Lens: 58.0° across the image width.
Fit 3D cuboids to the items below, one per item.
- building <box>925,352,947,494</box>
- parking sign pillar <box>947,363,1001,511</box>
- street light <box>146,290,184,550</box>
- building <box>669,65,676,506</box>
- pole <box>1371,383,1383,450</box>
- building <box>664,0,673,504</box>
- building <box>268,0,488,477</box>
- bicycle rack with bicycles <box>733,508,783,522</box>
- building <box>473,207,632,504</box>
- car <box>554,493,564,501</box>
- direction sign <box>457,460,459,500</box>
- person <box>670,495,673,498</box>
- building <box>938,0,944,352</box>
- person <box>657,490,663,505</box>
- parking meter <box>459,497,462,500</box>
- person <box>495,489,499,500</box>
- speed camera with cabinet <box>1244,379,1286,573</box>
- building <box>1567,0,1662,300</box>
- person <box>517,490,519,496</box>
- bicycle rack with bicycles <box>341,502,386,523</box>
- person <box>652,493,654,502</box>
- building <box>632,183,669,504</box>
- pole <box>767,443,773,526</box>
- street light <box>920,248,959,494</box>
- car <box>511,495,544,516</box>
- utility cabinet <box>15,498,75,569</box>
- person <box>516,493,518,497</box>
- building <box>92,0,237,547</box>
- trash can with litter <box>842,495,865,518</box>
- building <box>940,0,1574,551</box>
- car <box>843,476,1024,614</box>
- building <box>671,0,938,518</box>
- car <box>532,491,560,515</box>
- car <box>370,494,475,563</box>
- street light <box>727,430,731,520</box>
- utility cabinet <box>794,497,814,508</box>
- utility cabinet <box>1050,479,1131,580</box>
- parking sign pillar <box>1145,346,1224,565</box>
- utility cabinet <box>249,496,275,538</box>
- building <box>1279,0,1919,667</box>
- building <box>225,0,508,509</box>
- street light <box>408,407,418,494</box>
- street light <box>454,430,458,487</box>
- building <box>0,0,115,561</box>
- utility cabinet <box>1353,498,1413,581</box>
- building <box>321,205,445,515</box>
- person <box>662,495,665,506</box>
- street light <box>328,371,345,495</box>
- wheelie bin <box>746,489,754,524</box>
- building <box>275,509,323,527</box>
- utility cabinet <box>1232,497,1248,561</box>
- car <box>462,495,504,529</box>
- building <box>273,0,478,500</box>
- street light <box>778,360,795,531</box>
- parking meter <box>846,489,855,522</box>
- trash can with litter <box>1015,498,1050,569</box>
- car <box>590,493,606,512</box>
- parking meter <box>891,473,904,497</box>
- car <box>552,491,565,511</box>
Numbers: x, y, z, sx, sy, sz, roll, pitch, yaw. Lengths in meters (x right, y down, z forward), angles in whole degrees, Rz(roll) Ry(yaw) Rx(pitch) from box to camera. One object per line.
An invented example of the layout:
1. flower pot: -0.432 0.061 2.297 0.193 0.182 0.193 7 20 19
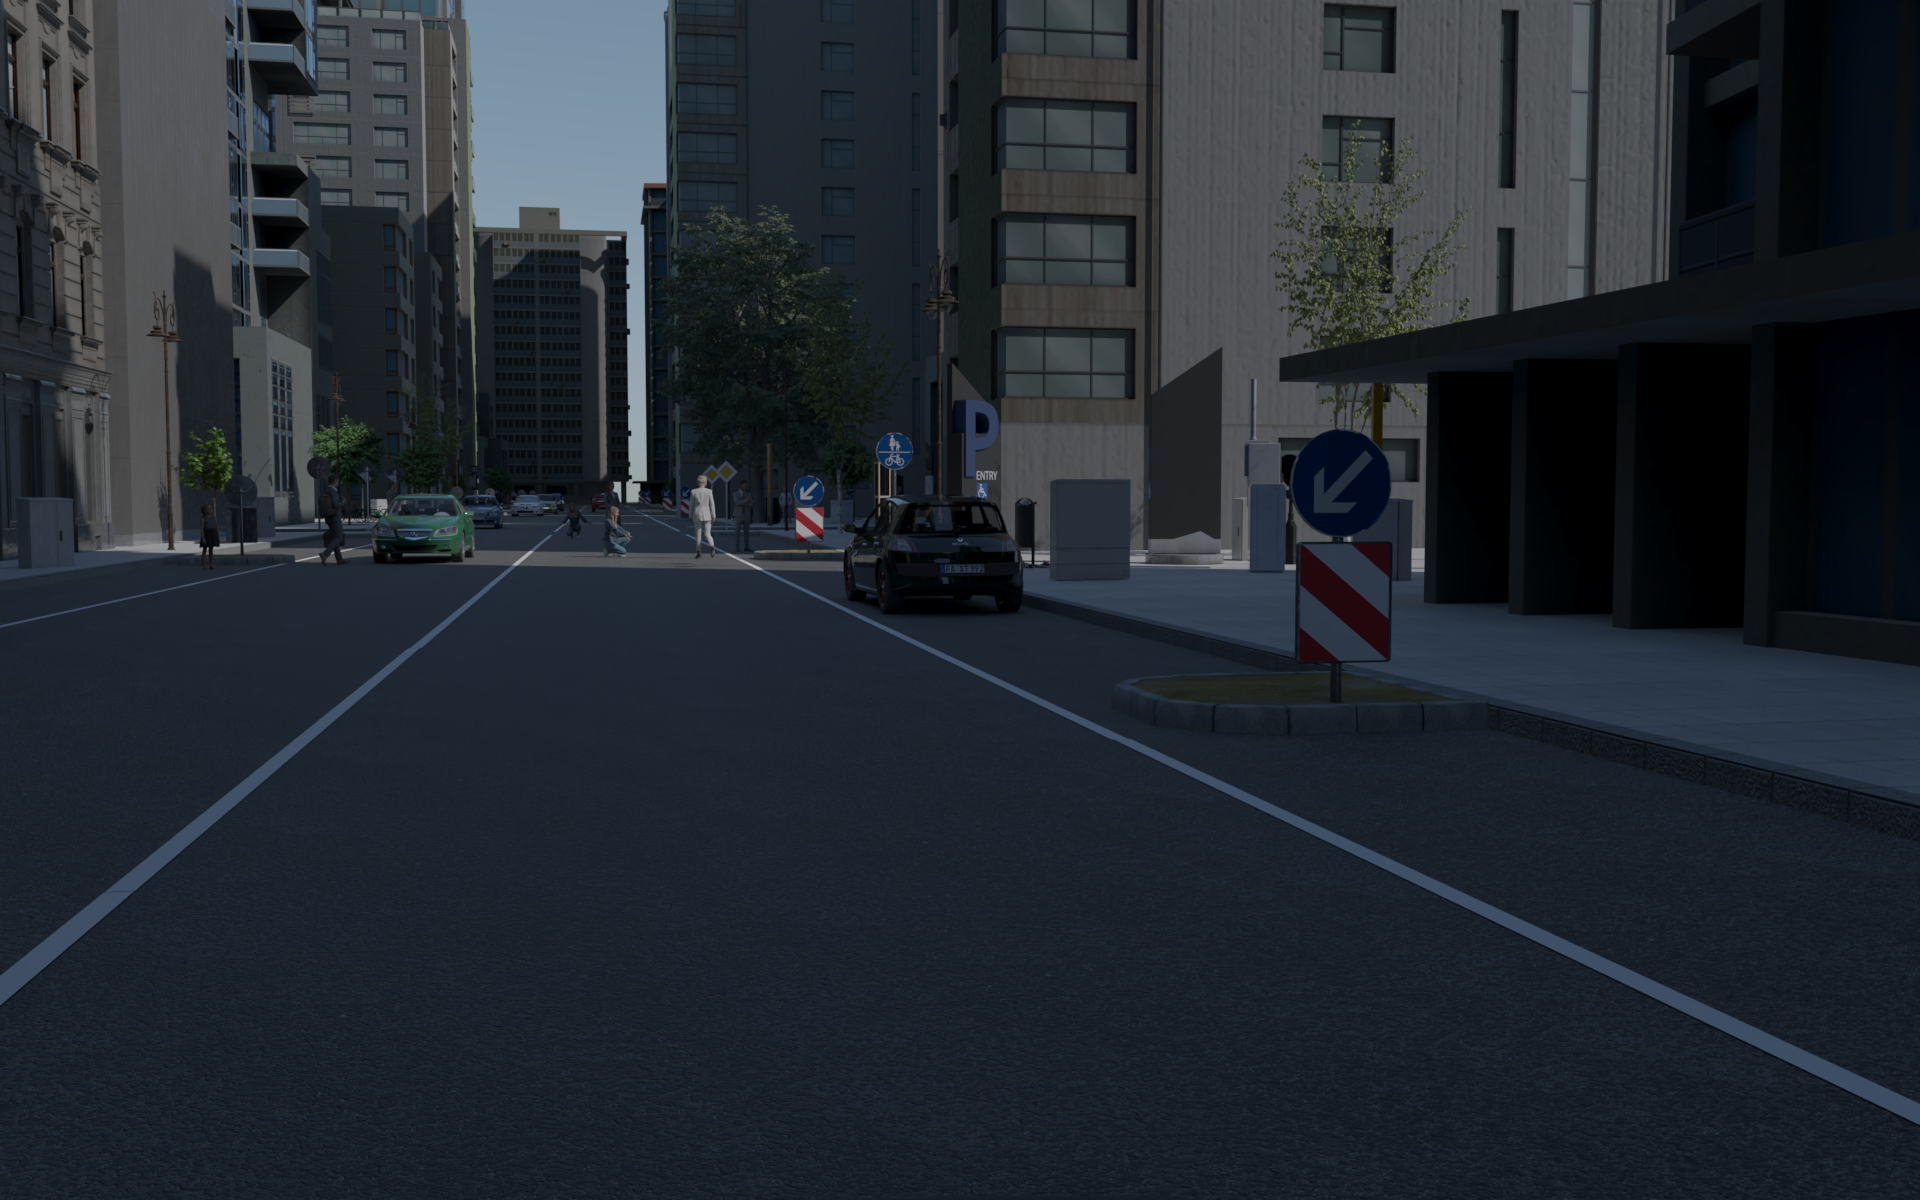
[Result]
1. building: 13.950 -47.020 81.455 31.000 86.520 22.319 -1 4 -12
2. parking sign pillar: 0.302 -2.918 36.185 1.447 3.967 1.447 3 5 40
3. street light: -18.055 -4.078 39.466 0.468 5.910 1.993 -1 4 -12
4. building: -18.436 -33.866 177.403 21.300 48.544 21.600 -1 4 -12
5. pole: 6.590 -2.053 27.417 0.158 3.312 0.155 0 3 0
6. building: -23.648 -40.408 202.676 21.231 58.520 28.212 -1 4 -12
7. building: -57.810 -33.286 163.836 23.786 49.044 30.456 -1 4 -12
8. bicycle rack with bicycles: -9.144 -4.119 80.732 2.852 0.926 2.925 2 4 25
9. building: -57.381 -33.361 237.327 23.993 40.220 32.217 -1 4 -12
10. car: -44.934 -11.186 192.480 1.945 1.707 3.694 -1 4 -11
11. direction sign: -33.082 -7.478 114.264 0.379 3.537 0.876 -1 4 -10
12. person: -29.002 -10.081 174.085 0.599 1.433 0.991 3 5 41
13. building: -13.597 -32.545 155.812 21.300 48.544 21.600 -1 4 -12
14. person: -34.695 -11.968 201.743 1.348 1.821 0.705 -1 4 -20
15. parking meter: -33.653 -6.608 116.444 0.372 1.533 0.369 0 3 0
16. person: -45.227 -9.899 168.687 0.742 1.727 0.445 2 4 23
17. speed camera with cabinet: 5.142 -2.128 29.132 0.660 3.252 2.038 0 4 7
18. building: 21.252 -22.854 57.264 14.086 41.232 14.154 -1 4 -12
19. person: -53.955 -12.570 211.522 1.348 1.831 0.705 3 5 41
20. bicycle rack with bicycles: -27.006 -3.925 77.556 2.925 0.926 2.852 -3 4 -36
21. person: -38.236 -12.642 215.999 0.557 1.426 1.065 -1 4 -15
22. building: -30.493 -35.662 237.690 28.867 44.769 22.147 -1 4 -12
23. pole: -7.640 -4.634 69.616 0.158 3.312 0.155 0 3 0
24. street light: -0.396 -3.670 32.793 0.468 5.910 1.993 -1 4 -12
25. car: -28.141 -6.140 112.753 2.083 1.381 4.827 -1 4 -10
26. utility cabinet: -15.946 -1.166 30.222 0.306 1.237 1.020 1 4 15
27. person: -53.444 -12.157 207.994 0.628 1.438 0.799 0 4 -1
28. building: -36.236 -13.847 45.466 30.058 24.678 14.314 -1 4 -12
29. trash can with litter: -5.737 -4.923 91.541 2.233 1.210 1.678 1 4 20
30. building: 6.404 -16.777 46.009 14.160 30.474 14.107 -1 4 -12
31. car: -0.417 -0.760 22.210 2.009 1.686 4.222 -1 4 -13
32. building: -9.246 -25.356 98.170 14.154 41.232 14.086 -1 4 -12
33. car: -28.696 -6.720 119.661 2.009 1.686 4.222 -1 4 -13
34. car: -11.602 -1.579 37.619 2.131 1.459 4.920 -1 4 -12
35. street light: -11.625 -6.989 87.060 0.468 5.910 1.993 -1 4 -12
36. utility cabinet: -4.771 -2.565 53.095 0.306 1.237 1.020 -2 4 -24
37. utility cabinet: 1.938 -1.050 25.843 1.173 1.500 0.318 -1 4 -18
38. parking sign pillar: 4.142 -2.656 31.901 1.447 3.967 1.447 0 4 0
39. utility cabinet: -20.692 -2.460 51.376 0.306 1.237 1.020 0 4 5
40. building: 17.451 -21.663 8.811 22.147 44.769 28.867 -1 4 -12
41. building: -68.338 -54.024 195.955 31.000 86.520 22.319 -1 4 -12
42. street light: -29.100 -7.305 92.229 0.468 5.910 1.993 -1 4 -12
43. street light: -34.677 -8.962 119.310 0.468 5.910 1.993 -1 4 -12
44. building: -22.681 -11.091 30.495 9.793 20.994 18.267 -1 4 -12
45. utility cabinet: 6.325 -0.904 25.945 0.306 1.237 1.020 -2 4 -28
46. building: -50.254 -16.572 115.990 27.650 21.520 28.899 -1 4 -12
47. person: -31.095 -10.796 182.422 0.599 1.838 0.709 0 4 7
48. street light: -23.418 -5.653 65.218 0.468 5.910 1.993 -1 4 -12
49. wheelie bin: -9.085 -4.005 73.385 0.693 1.594 0.980 -1 4 -8
50. building: -40.736 -46.766 77.291 22.319 86.520 31.000 -1 4 -12
51. utility cabinet: 5.506 -1.375 33.641 0.306 1.237 1.020 0 4 -2
52. car: -20.056 -3.694 72.399 2.014 1.417 4.499 -1 4 -13
53. building: -47.977 -28.123 143.407 14.154 41.232 14.086 -1 4 -12
54. street light: -6.027 -5.337 60.055 0.468 5.910 1.993 -1 4 -12
55. parking meter: -4.995 -4.322 79.079 0.372 1.533 0.369 0 3 0
56. trash can with litter: 1.262 -1.159 30.007 1.678 1.210 2.233 -2 4 -33
57. car: -28.389 -7.876 137.818 2.155 1.783 4.494 -1 4 -11
58. parking meter: -1.801 -2.647 48.984 0.255 1.863 0.399 3 5 39
59. car: -33.826 -8.199 143.842 2.009 1.686 4.222 -1 4 -10
